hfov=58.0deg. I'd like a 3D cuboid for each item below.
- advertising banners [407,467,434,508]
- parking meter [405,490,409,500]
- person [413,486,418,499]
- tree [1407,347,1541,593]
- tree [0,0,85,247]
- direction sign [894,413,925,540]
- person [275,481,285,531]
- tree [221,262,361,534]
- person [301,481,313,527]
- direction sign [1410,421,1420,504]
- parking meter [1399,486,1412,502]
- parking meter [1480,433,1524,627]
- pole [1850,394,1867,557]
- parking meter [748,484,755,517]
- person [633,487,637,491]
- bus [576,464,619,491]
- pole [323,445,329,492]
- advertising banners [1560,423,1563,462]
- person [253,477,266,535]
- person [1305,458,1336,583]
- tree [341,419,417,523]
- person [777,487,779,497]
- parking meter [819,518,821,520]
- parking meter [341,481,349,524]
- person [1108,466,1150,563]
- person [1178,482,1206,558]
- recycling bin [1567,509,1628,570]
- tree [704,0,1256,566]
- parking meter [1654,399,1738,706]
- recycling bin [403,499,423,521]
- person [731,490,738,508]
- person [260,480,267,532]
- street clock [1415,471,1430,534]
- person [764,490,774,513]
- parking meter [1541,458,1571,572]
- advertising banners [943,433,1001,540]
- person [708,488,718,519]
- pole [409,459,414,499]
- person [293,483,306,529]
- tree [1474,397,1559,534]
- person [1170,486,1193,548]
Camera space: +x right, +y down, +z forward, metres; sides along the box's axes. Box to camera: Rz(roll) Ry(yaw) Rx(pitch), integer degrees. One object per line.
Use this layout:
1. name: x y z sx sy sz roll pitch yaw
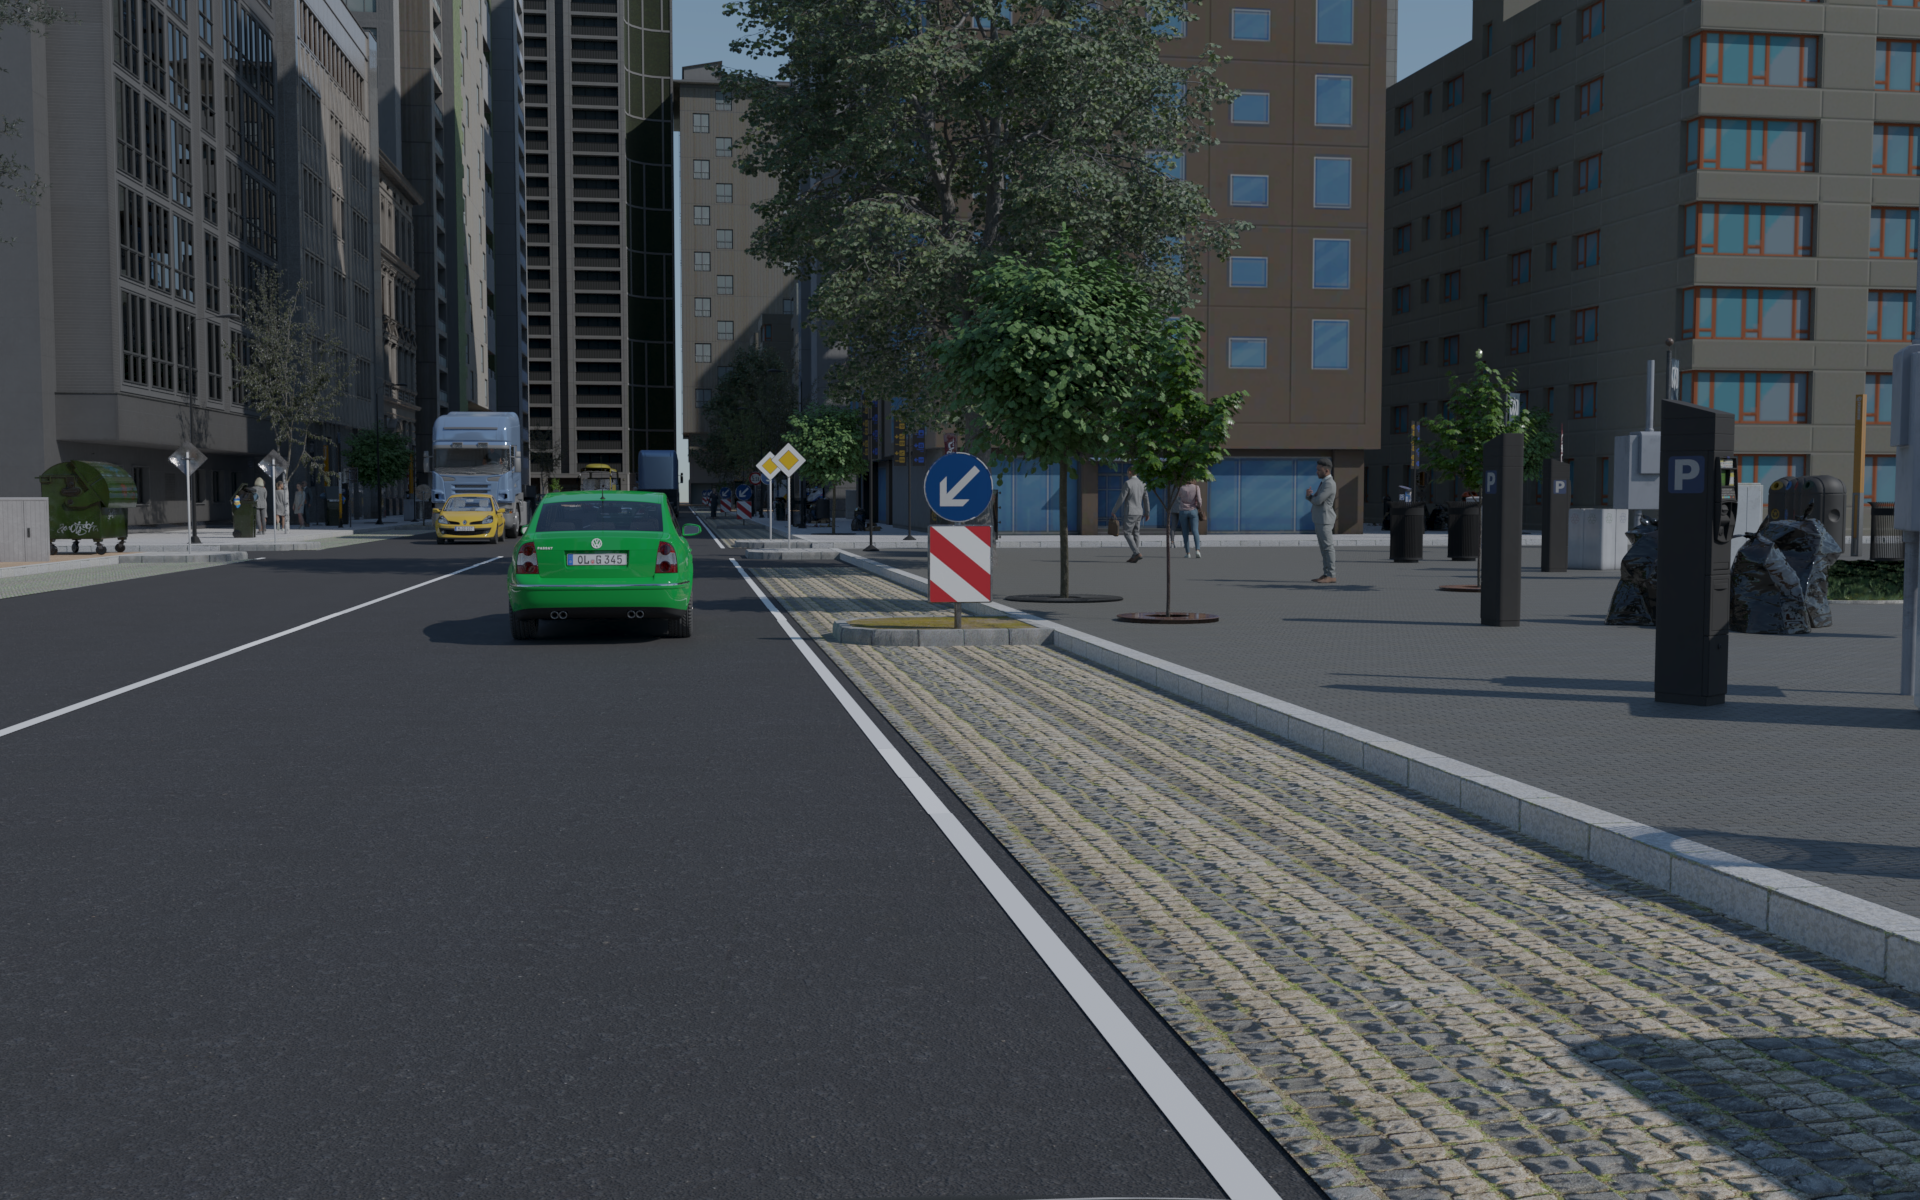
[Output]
1. advertising banners: -30.304 -6.182 97.268 2.074 3.025 0.090 2 4 24
2. parking meter: -31.327 -5.506 98.427 0.372 1.533 0.369 0 3 0
3. person: -27.105 -4.834 86.077 0.512 1.701 0.522 -1 4 -23
4. tree: 6.769 -1.735 22.975 1.663 3.219 1.824 0 3 0
5. tree: -16.872 -6.832 22.076 12.009 13.543 11.850 0 3 0
6. direction sign: -1.406 -3.434 48.139 0.876 3.537 0.379 1 4 8
7. person: -23.545 -3.257 60.048 0.466 1.731 0.760 -1 4 -18
8. tree: -21.454 -6.409 55.146 4.360 8.622 3.978 0 3 0
9. person: -25.766 -3.780 68.020 0.661 1.801 0.590 2 4 26
10. direction sign: 14.135 -3.785 53.876 0.379 3.537 0.876 2 4 31
11. parking meter: 13.169 -2.621 51.260 0.372 1.533 0.369 0 3 0
12. parking meter: 5.275 -0.683 16.873 0.255 1.863 0.399 -1 4 -11
13. pole: 18.429 -2.549 35.512 0.158 3.312 0.155 0 3 0
14. parking meter: -13.248 -6.418 110.651 0.255 1.863 0.399 -1 4 -21
15. person: -15.251 -4.443 81.622 0.515 1.767 0.782 -2 4 -27
16. bus: -30.161 -9.388 145.045 2.896 3.916 12.252 0 4 -8
17. pole: -26.562 -4.819 72.640 0.158 3.312 0.155 0 3 0
18. advertising banners: 14.573 -2.807 42.090 0.090 3.025 2.074 1 4 21
19. person: -22.108 -2.951 54.472 0.537 1.800 0.526 -3 5 -42
20. person: 5.219 -1.154 25.100 0.466 1.800 0.511 -1 4 -10
21. tree: -25.575 -5.650 76.092 4.285 4.588 4.351 0 3 0
22. person: -12.635 -7.047 121.284 0.581 1.822 0.654 0 4 6
23. parking meter: -6.370 -4.340 79.377 0.372 1.533 0.369 0 3 0
24. parking meter: -25.998 -4.121 73.095 0.399 1.863 0.255 -1 4 -9
25. person: 3.214 -1.610 32.494 0.709 1.813 0.853 -3 4 -37
26. person: 4.653 -1.723 34.806 0.593 1.750 0.643 1 4 9
27. recycling bin: 10.872 -1.039 29.542 0.722 1.027 0.722 -2 4 -33
28. tree: 0.426 -7.577 30.544 9.857 13.997 8.962 0 3 0
29. parking meter: 4.503 -0.299 10.593 0.255 1.863 0.399 -3 5 -41
30. recycling bin: -25.957 -4.272 82.395 0.722 1.027 0.722 2 4 28
31. person: -20.159 -9.108 155.671 1.217 1.735 0.721 3 5 41
32. person: -23.362 -3.137 57.691 0.532 1.782 0.716 -1 4 -19
33. street clock: 14.711 -3.096 55.188 0.471 2.002 0.358 0 4 2
34. person: -13.106 -6.904 118.883 0.622 1.834 0.822 -2 4 -34
35. parking meter: 9.804 -1.393 28.487 0.399 1.863 0.255 -1 4 -10
36. advertising banners: 0.322 -3.229 48.981 2.074 3.025 0.090 3 5 40
37. person: -13.840 -5.396 97.151 0.534 1.772 0.576 3 5 45
38. pole: -26.522 -5.494 83.671 0.158 3.312 0.155 0 3 0
39. person: -24.110 -3.439 63.282 0.512 1.701 0.522 1 4 22
40. tree: 17.720 -4.421 55.996 4.285 4.588 4.351 0 3 0
41. person: 5.230 -2.143 41.265 0.526 1.800 0.537 -2 4 -28
